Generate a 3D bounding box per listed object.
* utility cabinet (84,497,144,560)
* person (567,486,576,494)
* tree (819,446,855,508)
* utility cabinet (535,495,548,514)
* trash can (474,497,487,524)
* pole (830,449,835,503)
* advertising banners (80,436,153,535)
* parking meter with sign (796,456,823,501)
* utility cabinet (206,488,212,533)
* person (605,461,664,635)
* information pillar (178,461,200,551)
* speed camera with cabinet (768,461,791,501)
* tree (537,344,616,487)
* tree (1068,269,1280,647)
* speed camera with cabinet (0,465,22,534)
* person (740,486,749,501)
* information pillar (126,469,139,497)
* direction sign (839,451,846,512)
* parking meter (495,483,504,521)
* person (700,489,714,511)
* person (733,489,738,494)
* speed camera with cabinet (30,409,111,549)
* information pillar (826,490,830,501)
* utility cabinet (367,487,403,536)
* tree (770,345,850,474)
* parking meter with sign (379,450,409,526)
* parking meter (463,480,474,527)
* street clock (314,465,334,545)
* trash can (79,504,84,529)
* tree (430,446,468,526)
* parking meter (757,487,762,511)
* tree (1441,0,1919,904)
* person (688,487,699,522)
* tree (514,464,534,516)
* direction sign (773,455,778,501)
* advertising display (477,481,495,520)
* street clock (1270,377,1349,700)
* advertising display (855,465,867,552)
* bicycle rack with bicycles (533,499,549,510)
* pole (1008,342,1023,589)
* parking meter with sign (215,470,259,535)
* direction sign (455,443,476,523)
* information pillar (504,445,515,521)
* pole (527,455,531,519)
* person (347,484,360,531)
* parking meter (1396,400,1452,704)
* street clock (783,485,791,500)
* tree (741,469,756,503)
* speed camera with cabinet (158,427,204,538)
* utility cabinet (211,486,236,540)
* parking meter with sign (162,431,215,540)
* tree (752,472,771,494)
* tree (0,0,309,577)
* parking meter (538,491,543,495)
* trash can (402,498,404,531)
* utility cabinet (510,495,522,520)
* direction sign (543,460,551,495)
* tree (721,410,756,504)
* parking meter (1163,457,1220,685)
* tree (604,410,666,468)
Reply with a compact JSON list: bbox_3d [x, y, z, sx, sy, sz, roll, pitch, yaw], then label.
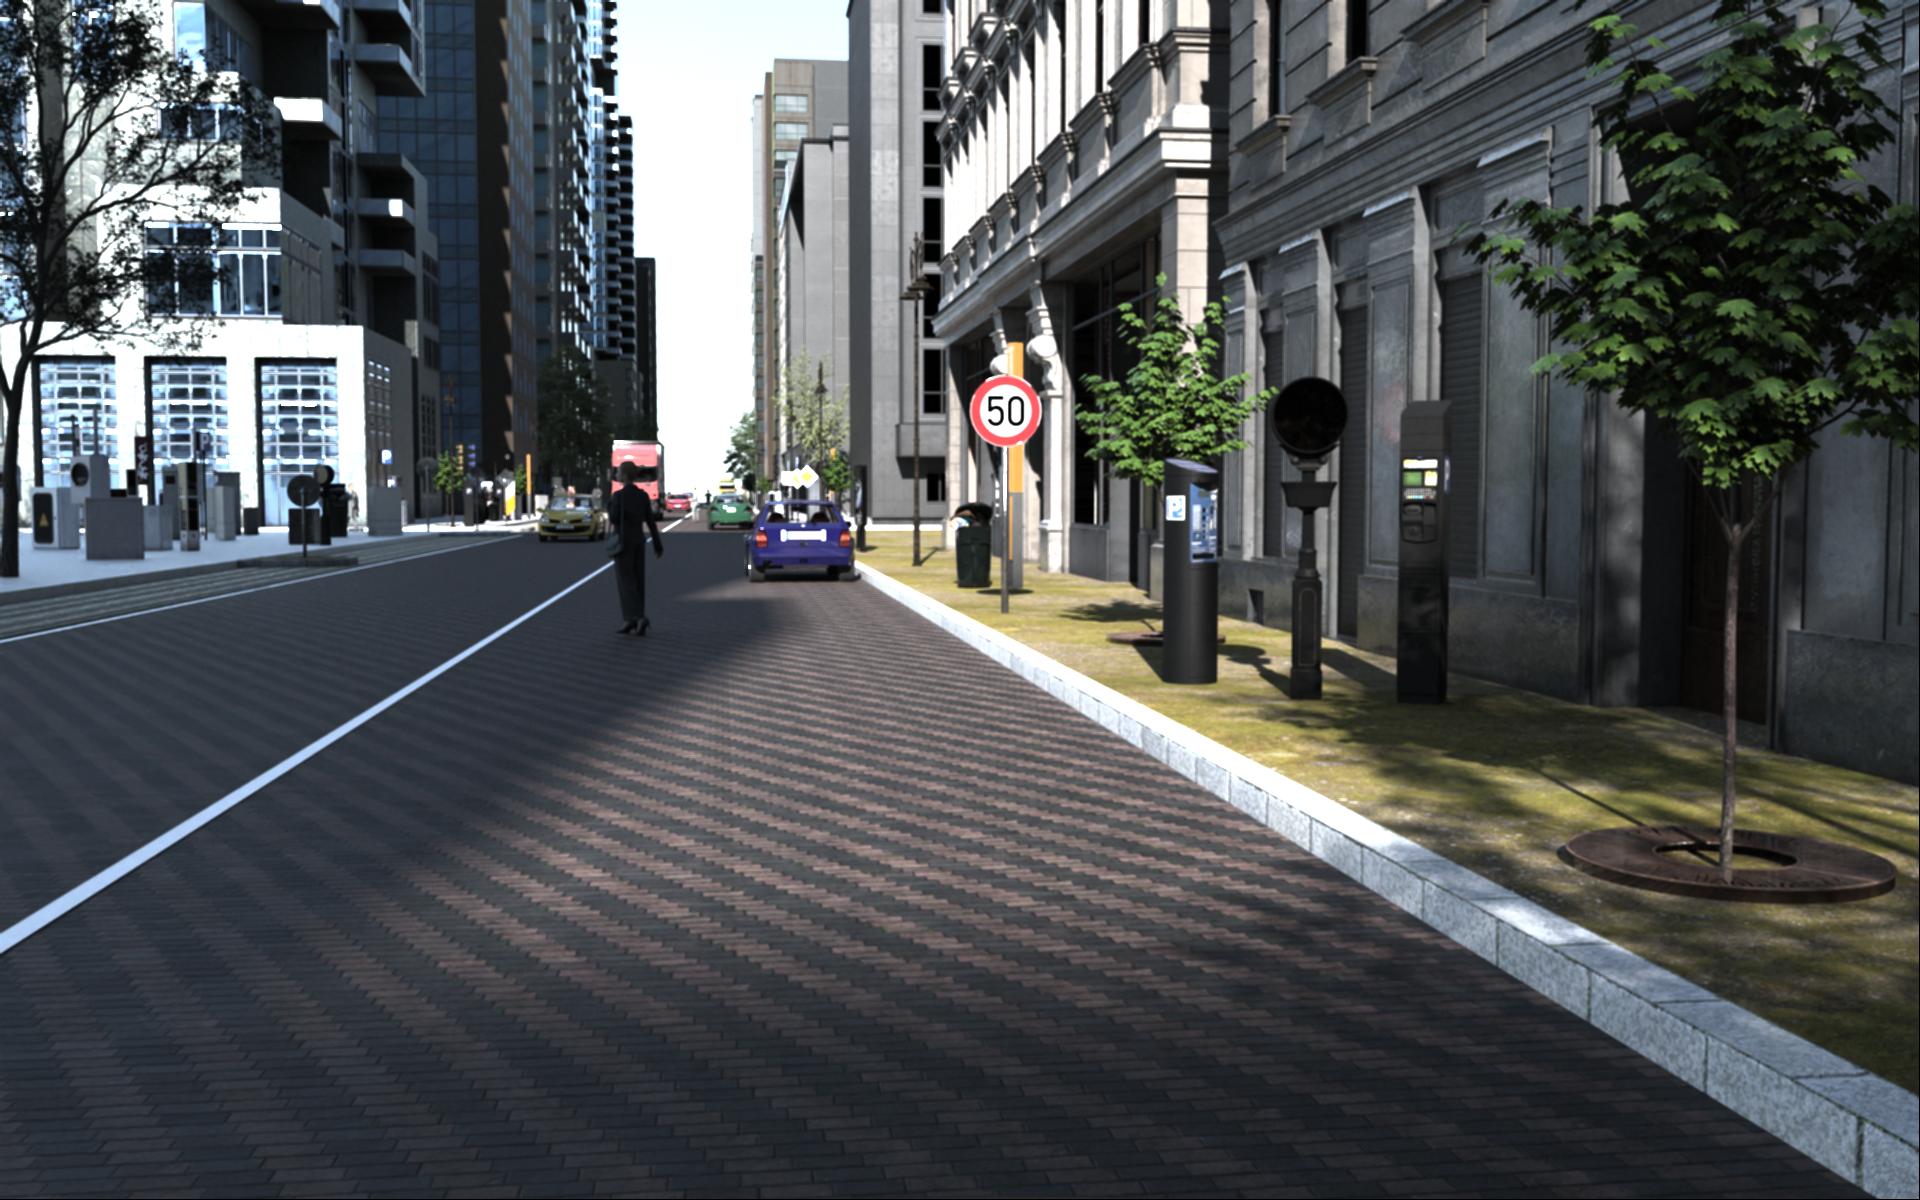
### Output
[{"bbox_3d":[-16.610,-1.397,34.011,1.020,1.237,0.306,-2,4,-31],"label":"utility cabinet"},{"bbox_3d":[-18.973,-4.658,84.637,0.580,1.828,0.573,2,4,28],"label":"person"},{"bbox_3d":[-4.738,-4.521,68.518,1.663,3.219,1.824,0,3,0],"label":"tree"},{"bbox_3d":[-26.512,-6.030,109.747,0.306,1.237,1.020,2,4,25],"label":"utility cabinet"},{"bbox_3d":[-20.574,-3.809,73.938,0.748,1.137,0.748,0,3,0],"label":"trash can"},{"bbox_3d":[-5.745,-5.150,78.049,0.158,3.312,0.155,0,3,0],"label":"pole"},{"bbox_3d":[-25.404,-3.427,52.214,2.074,3.025,0.090,-1,4,-11],"label":"advertising banners"},{"bbox_3d":[-6.730,-5.158,80.595,1.738,3.016,0.543,-1,4,-22],"label":"parking meter with sign"},{"bbox_3d":[-24.277,-2.954,56.979,0.318,1.500,1.173,1,4,15],"label":"utility cabinet"},{"bbox_3d":[-3.326,-0.538,17.725,0.534,1.772,0.576,1,4,17],"label":"person"},{"bbox_3d":[-17.454,-2.124,39.213,0.304,2.012,0.304,2,4,34],"label":"information pillar"},{"bbox_3d":[-10.866,-6.753,104.745,0.660,3.252,2.038,-2,4,-35],"label":"speed camera with cabinet"},{"bbox_3d":[-29.961,-13.026,131.100,7.486,12.596,7.792,0,3,0],"label":"tree"},{"bbox_3d":[1.751,-1.254,15.104,1.663,3.219,1.824,0,3,0],"label":"tree"},{"bbox_3d":[-30.891,-3.730,55.326,2.038,3.252,0.660,2,4,27],"label":"speed camera with cabinet"},{"bbox_3d":[-10.599,-4.677,84.878,0.656,1.842,0.836,1,4,20],"label":"person"},{"bbox_3d":[-24.224,-2.828,50.733,0.304,2.012,0.304,-1,4,-21],"label":"information pillar"},{"bbox_3d":[-6.413,-6.114,91.959,0.876,3.537,0.379,-2,4,-32],"label":"direction sign"},{"bbox_3d":[-22.373,-4.792,84.068,0.399,1.863,0.255,-1,4,-13],"label":"parking meter"},{"bbox_3d":[-21.764,-8.659,149.705,1.348,1.869,0.705,-1,4,-20],"label":"person"},{"bbox_3d":[-16.915,-7.497,130.887,0.447,1.846,0.655,-1,4,-15],"label":"person"},{"bbox_3d":[-20.704,-2.809,40.264,2.038,3.252,0.660,2,4,25],"label":"speed camera with cabinet"},{"bbox_3d":[-6.353,-4.896,84.537,0.304,2.012,0.304,3,5,44],"label":"information pillar"},{"bbox_3d":[-17.508,-2.693,52.715,0.318,1.500,1.173,2,4,23],"label":"utility cabinet"},{"bbox_3d":[-7.400,-8.343,86.768,4.737,8.622,4.395,0,3,0],"label":"tree"},{"bbox_3d":[-22.662,-4.479,69.495,0.543,3.016,1.738,0,4,5],"label":"parking meter with sign"},{"bbox_3d":[-19.230,-3.795,67.754,0.399,1.863,0.255,-1,4,-23],"label":"parking meter"},{"bbox_3d":[-15.936,-2.378,43.446,0.471,2.002,0.358,2,4,23],"label":"street clock"},{"bbox_3d":[-32.570,-3.221,64.325,0.748,1.137,0.748,0,3,0],"label":"trash can"},{"bbox_3d":[-20.495,-4.590,69.649,1.663,3.219,1.824,0,3,0],"label":"tree"},{"bbox_3d":[-15.622,-7.906,134.977,0.399,1.863,0.255,0,4,-2],"label":"parking meter"},{"bbox_3d":[2.723,-0.681,5.740,1.663,3.219,1.824,0,3,0],"label":"tree"},{"bbox_3d":[-13.548,-4.852,88.034,0.583,1.804,0.606,-1,4,-10],"label":"person"},{"bbox_3d":[-25.316,-6.470,100.385,1.663,3.219,1.824,0,3,0],"label":"tree"},{"bbox_3d":[-10.672,-6.625,100.316,0.379,3.537,0.876,-1,4,-21],"label":"direction sign"},{"bbox_3d":[-23.433,-4.919,85.643,0.974,1.923,0.123,2,4,24],"label":"advertising display"},{"bbox_3d":[2.173,-0.382,10.820,0.471,2.002,0.358,0,4,8],"label":"street clock"},{"bbox_3d":[-2.205,-2.036,38.497,0.123,1.923,0.974,-1,4,-13],"label":"advertising display"},{"bbox_3d":[-31.834,-7.166,130.554,2.852,0.926,2.925,-2,4,-25],"label":"bicycle rack with bicycles"},{"bbox_3d":[0.746,-1.811,23.448,0.158,3.312,0.155,0,3,0],"label":"pole"},{"bbox_3d":[-22.822,-3.531,53.991,0.543,3.016,1.738,3,5,43],"label":"parking meter with sign"},{"bbox_3d":[-21.745,-5.154,76.268,0.876,3.537,0.379,0,4,-1],"label":"direction sign"},{"bbox_3d":[-21.568,-5.597,82.858,0.504,3.616,0.183,-2,4,-35],"label":"information pillar"},{"bbox_3d":[-22.276,-5.848,89.463,0.158,3.312,0.155,0,3,0],"label":"pole"},{"bbox_3d":[-22.475,-3.383,63.921,0.767,1.812,0.694,3,4,38],"label":"person"},{"bbox_3d":[2.862,-0.304,10.677,0.255,1.863,0.399,2,4,25],"label":"parking meter"},{"bbox_3d":[-8.095,-4.673,80.969,0.358,2.002,0.471,-2,4,-28],"label":"street clock"},{"bbox_3d":[-27.291,-14.905,227.410,4.285,4.588,4.351,0,3,0],"label":"tree"},{"bbox_3d":[-23.135,-3.489,51.380,0.660,3.252,2.038,-3,5,-45],"label":"speed camera with cabinet"},{"bbox_3d":[-20.466,-2.419,48.230,0.318,1.500,1.173,-2,4,-35],"label":"utility cabinet"},{"bbox_3d":[-21.878,-3.191,48.429,1.738,3.016,0.543,1,4,10],"label":"parking meter with sign"},{"bbox_3d":[-17.016,-9.450,149.113,1.663,3.219,1.824,0,3,0],"label":"tree"},{"bbox_3d":[-14.587,-5.615,26.225,8.767,10.594,7.601,-2,4,-31],"label":"tree"},{"bbox_3d":[-30.165,-7.106,124.596,0.372,1.533,0.369,0,3,0],"label":"parking meter"},{"bbox_3d":[-18.565,-2.753,56.666,0.748,1.137,0.748,0,3,0],"label":"trash can"},{"bbox_3d":[-21.729,-4.499,84.722,0.306,1.237,1.020,-2,4,-31],"label":"utility cabinet"},{"bbox_3d":[-27.855,-7.642,116.951,0.379,3.537,0.876,1,4,22],"label":"direction sign"},{"bbox_3d":[-28.479,-19.353,234.546,7.486,12.596,7.792,0,3,0],"label":"tree"},{"bbox_3d":[1.572,-0.207,11.798,0.372,1.533,0.369,0,3,0],"label":"parking meter"},{"bbox_3d":[-40.517,-17.743,215.850,9.928,11.665,9.643,0,3,0],"label":"tree"}]
